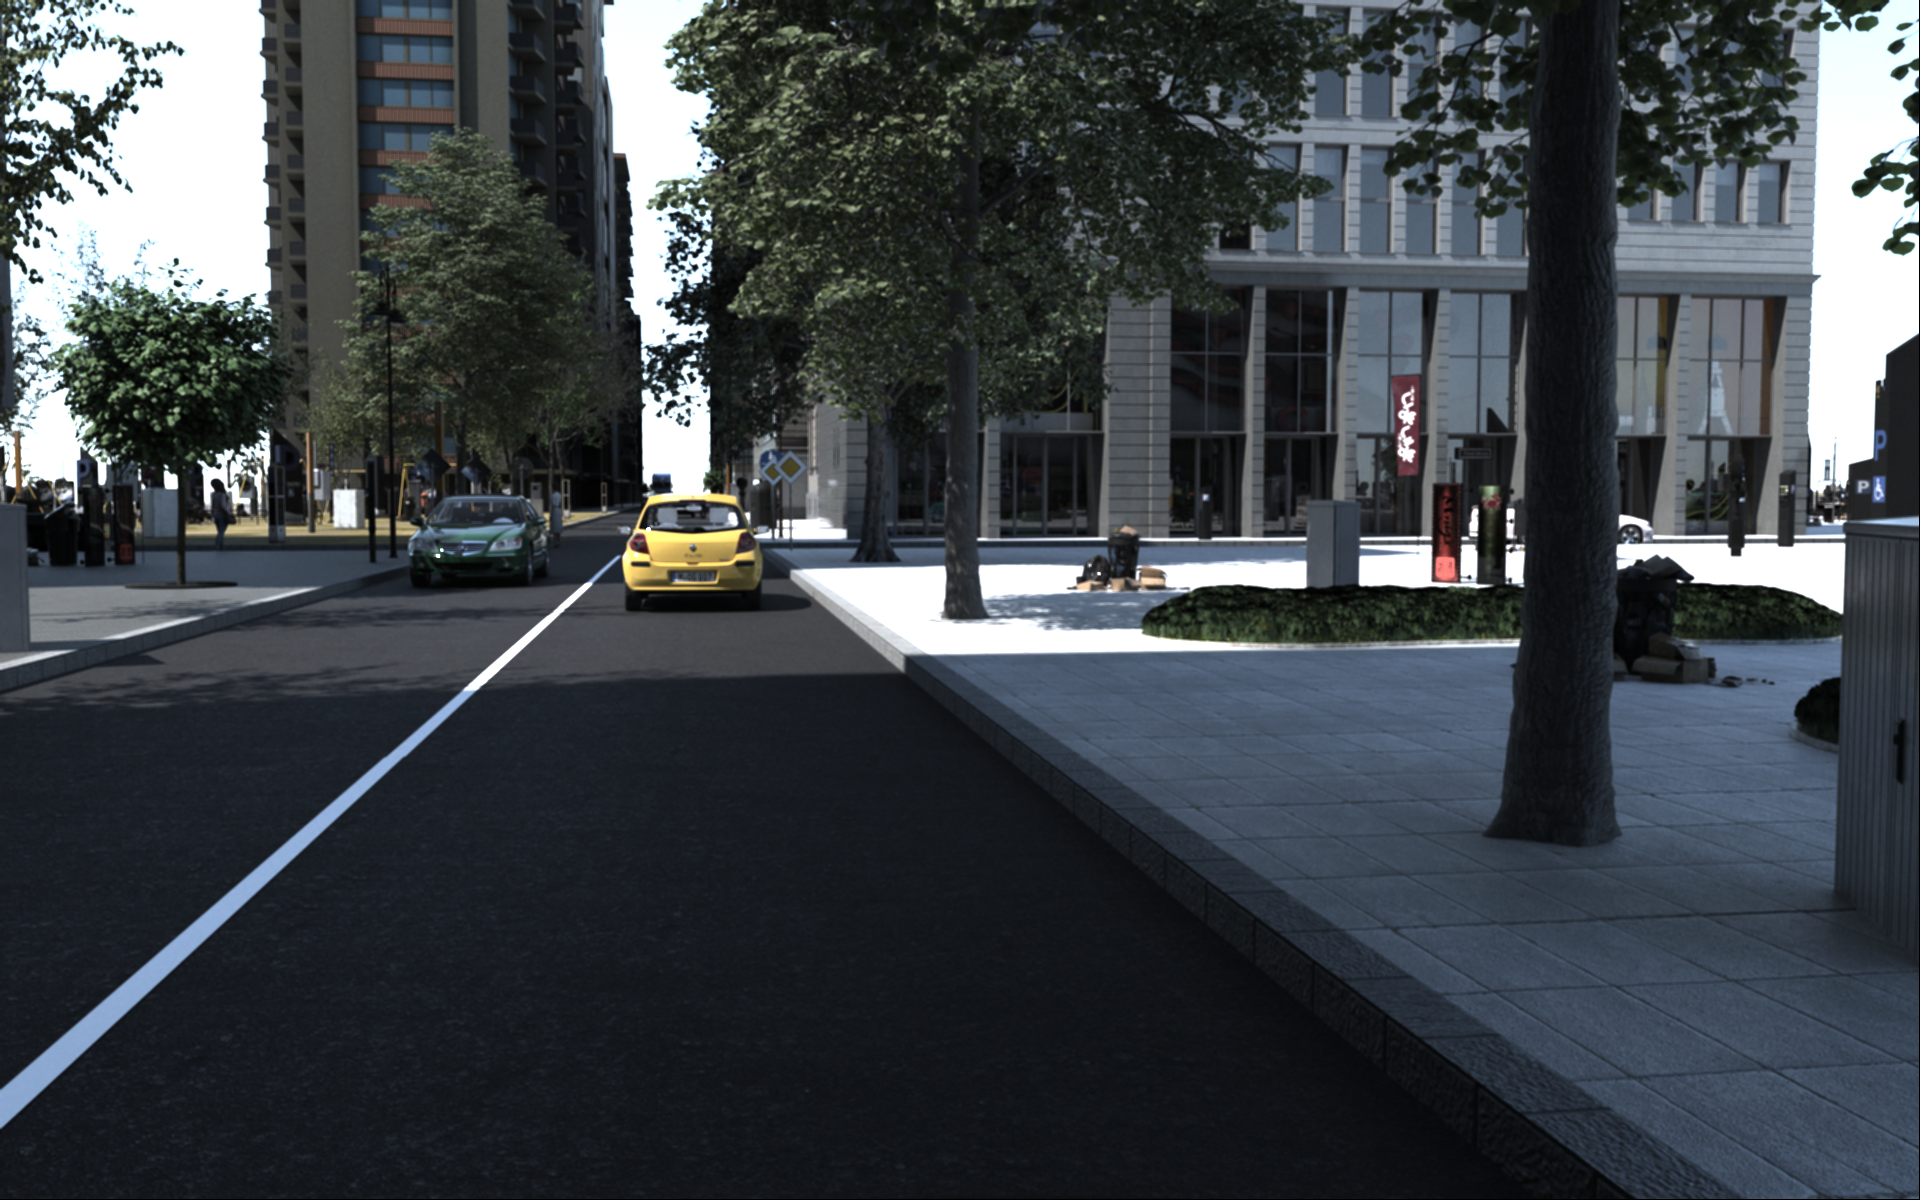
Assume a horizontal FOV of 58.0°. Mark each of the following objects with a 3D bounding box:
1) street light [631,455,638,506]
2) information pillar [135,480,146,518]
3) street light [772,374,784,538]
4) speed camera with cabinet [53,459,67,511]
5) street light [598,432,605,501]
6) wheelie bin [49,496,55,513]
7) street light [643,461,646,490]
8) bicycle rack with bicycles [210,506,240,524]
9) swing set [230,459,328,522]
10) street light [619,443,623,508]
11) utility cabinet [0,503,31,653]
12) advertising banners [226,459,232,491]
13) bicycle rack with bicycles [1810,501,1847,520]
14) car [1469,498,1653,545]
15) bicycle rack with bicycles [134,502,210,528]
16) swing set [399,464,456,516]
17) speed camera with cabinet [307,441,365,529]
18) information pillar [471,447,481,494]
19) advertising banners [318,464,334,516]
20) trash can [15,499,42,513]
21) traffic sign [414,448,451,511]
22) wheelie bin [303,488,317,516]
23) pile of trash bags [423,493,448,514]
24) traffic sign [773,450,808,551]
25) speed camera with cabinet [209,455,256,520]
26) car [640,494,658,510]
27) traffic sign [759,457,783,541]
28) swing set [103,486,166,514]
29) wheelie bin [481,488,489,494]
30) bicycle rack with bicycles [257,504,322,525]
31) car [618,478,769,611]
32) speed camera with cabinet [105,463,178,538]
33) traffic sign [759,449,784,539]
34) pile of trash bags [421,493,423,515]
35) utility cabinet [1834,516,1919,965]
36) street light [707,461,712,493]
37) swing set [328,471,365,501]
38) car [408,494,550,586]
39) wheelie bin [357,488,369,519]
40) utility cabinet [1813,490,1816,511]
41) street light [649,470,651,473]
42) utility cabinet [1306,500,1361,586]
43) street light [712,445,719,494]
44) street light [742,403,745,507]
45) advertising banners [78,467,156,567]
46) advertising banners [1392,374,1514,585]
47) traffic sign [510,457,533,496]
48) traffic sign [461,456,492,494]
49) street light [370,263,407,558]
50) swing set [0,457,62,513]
[{"bbox_3d":[-36.441,-13.481,193.208,0.468,5.910,1.993,-1,4,-9],"label":"street light"},{"bbox_3d":[-43.604,-5.350,91.959,0.304,2.012,0.304,-1,4,-12],"label":"information pillar"},{"bbox_3d":[-5.270,-4.770,50.782,0.468,5.910,1.993,-1,4,-9],"label":"street light"},{"bbox_3d":[-51.198,-6.364,98.392,0.660,3.252,2.038,-2,4,-32],"label":"speed camera with cabinet"},{"bbox_3d":[-25.242,-9.134,122.126,0.468,5.910,1.993,-1,4,-9],"label":"street light"},{"bbox_3d":[-47.217,-4.983,89.373,0.693,1.594,0.980,0,4,0],"label":"wheelie bin"},{"bbox_3d":[-43.575,-16.304,239.364,0.468,5.910,1.993,-1,4,-9],"label":"street light"},{"bbox_3d":[-31.932,-3.650,73.059,2.852,0.926,2.925,3,4,38],"label":"bicycle rack with bicycles"},{"bbox_3d":[-31.084,-4.957,78.666,3.119,2.851,2.862,1,4,20],"label":"swing set"},{"bbox_3d":[-30.714,-11.281,157.238,0.468,5.910,1.993,-1,4,-9],"label":"street light"},{"bbox_3d":[-7.954,-0.198,14.406,0.306,1.237,1.020,-2,4,-34],"label":"utility cabinet"},{"bbox_3d":[-36.633,-5.490,85.952,0.090,3.025,2.074,0,4,7],"label":"advertising banners"},{"bbox_3d":[42.386,-4.400,85.324,2.852,0.926,2.925,-3,5,-42],"label":"bicycle rack with bicycles"},{"bbox_3d":[15.952,-2.054,45.939,4.827,1.381,2.083,-1,4,-9],"label":"car"},{"bbox_3d":[-30.502,-3.208,65.826,2.852,0.926,2.925,-1,4,-9],"label":"bicycle rack with bicycles"},{"bbox_3d":[-27.704,-5.687,90.606,3.119,2.851,2.862,0,4,-4],"label":"swing set"},{"bbox_3d":[-23.254,-4.293,64.520,2.038,3.252,0.660,1,4,11],"label":"speed camera with cabinet"},{"bbox_3d":[-24.154,-5.816,86.443,0.504,3.616,0.183,-3,5,-42],"label":"information pillar"},{"bbox_3d":[-36.382,-6.384,100.560,0.090,3.025,2.074,2,4,33],"label":"advertising banners"},{"bbox_3d":[-28.453,-2.525,52.932,0.748,1.137,0.748,0,3,0],"label":"trash can"},{"bbox_3d":[-11.597,-2.108,38.104,0.795,2.450,0.064,-1,4,-9],"label":"traffic sign"},{"bbox_3d":[-35.667,-5.328,95.016,0.693,1.594,0.980,1,4,18],"label":"wheelie bin"},{"bbox_3d":[-28.930,-5.523,100.061,1.912,1.369,3.447,1,4,22],"label":"pile of trash bags"},{"bbox_3d":[-3.844,-2.181,39.295,0.795,2.450,0.064,-1,4,-9],"label":"traffic sign"},{"bbox_3d":[-35.461,-5.506,84.356,2.038,3.252,0.660,0,4,-6],"label":"speed camera with cabinet"},{"bbox_3d":[-28.667,-9.117,160.852,2.131,1.459,4.920,-1,4,-9],"label":"car"},{"bbox_3d":[-5.082,-2.663,47.184,0.795,2.450,0.064,-1,4,-9],"label":"traffic sign"},{"bbox_3d":[-48.824,-6.431,102.770,2.862,2.851,3.119,1,4,22],"label":"swing set"},{"bbox_3d":[-24.358,-4.936,88.610,0.693,1.594,0.980,0,4,-8],"label":"wheelie bin"},{"bbox_3d":[-28.014,-3.642,72.930,2.852,0.926,2.925,2,4,26],"label":"bicycle rack with bicycles"},{"bbox_3d":[-3.496,-0.766,22.749,2.015,1.641,3.980,-1,4,-8],"label":"car"},{"bbox_3d":[-23.721,-3.429,50.395,0.660,3.252,2.038,2,4,35],"label":"speed camera with cabinet"},{"bbox_3d":[-5.354,-3.025,49.557,0.768,2.556,0.104,0,4,-1],"label":"traffic sign"},{"bbox_3d":[-33.379,-5.987,107.644,1.912,1.369,3.447,-1,4,-22],"label":"pile of trash bags"},{"bbox_3d":[2.843,0.373,5.065,0.306,1.237,1.020,1,4,14],"label":"utility cabinet"},{"bbox_3d":[-28.085,-13.677,196.399,0.468,5.910,1.993,-1,4,-9],"label":"street light"},{"bbox_3d":[-40.488,-7.254,116.226,3.119,2.851,2.862,0,4,7],"label":"swing set"},{"bbox_3d":[-7.844,-1.024,28.538,2.131,1.459,4.920,0,4,-8],"label":"car"},{"bbox_3d":[-30.553,-4.953,88.890,0.980,1.594,0.693,0,4,-6],"label":"wheelie bin"},{"bbox_3d":[52.516,-5.910,105.305,0.318,1.500,1.173,-3,5,-39],"label":"utility cabinet"},{"bbox_3d":[-49.269,-18.504,275.320,0.468,5.910,1.993,-1,4,-9],"label":"street light"},{"bbox_3d":[3.970,-0.445,18.438,0.306,1.237,1.020,0,4,-5],"label":"utility cabinet"},{"bbox_3d":[-22.627,-11.529,161.284,0.468,5.910,1.993,-1,4,-9],"label":"street light"},{"bbox_3d":[-10.751,-6.924,86.001,0.468,5.910,1.993,-1,4,-9],"label":"street light"},{"bbox_3d":[-15.239,-2.158,31.471,0.090,3.025,2.074,1,4,14],"label":"advertising banners"},{"bbox_3d":[7.023,-1.754,24.860,0.090,3.025,2.074,-3,4,-39],"label":"advertising banners"},{"bbox_3d":[-15.051,-3.635,59.534,0.768,2.556,0.104,0,4,-8],"label":"traffic sign"},{"bbox_3d":[-12.835,-2.590,45.993,0.795,2.450,0.064,-1,4,-9],"label":"traffic sign"},{"bbox_3d":[-11.439,-3.792,34.792,0.468,5.910,1.993,-1,4,-9],"label":"street light"},{"bbox_3d":[-40.367,-4.712,74.668,2.862,2.851,3.119,-1,4,-10],"label":"swing set"}]
